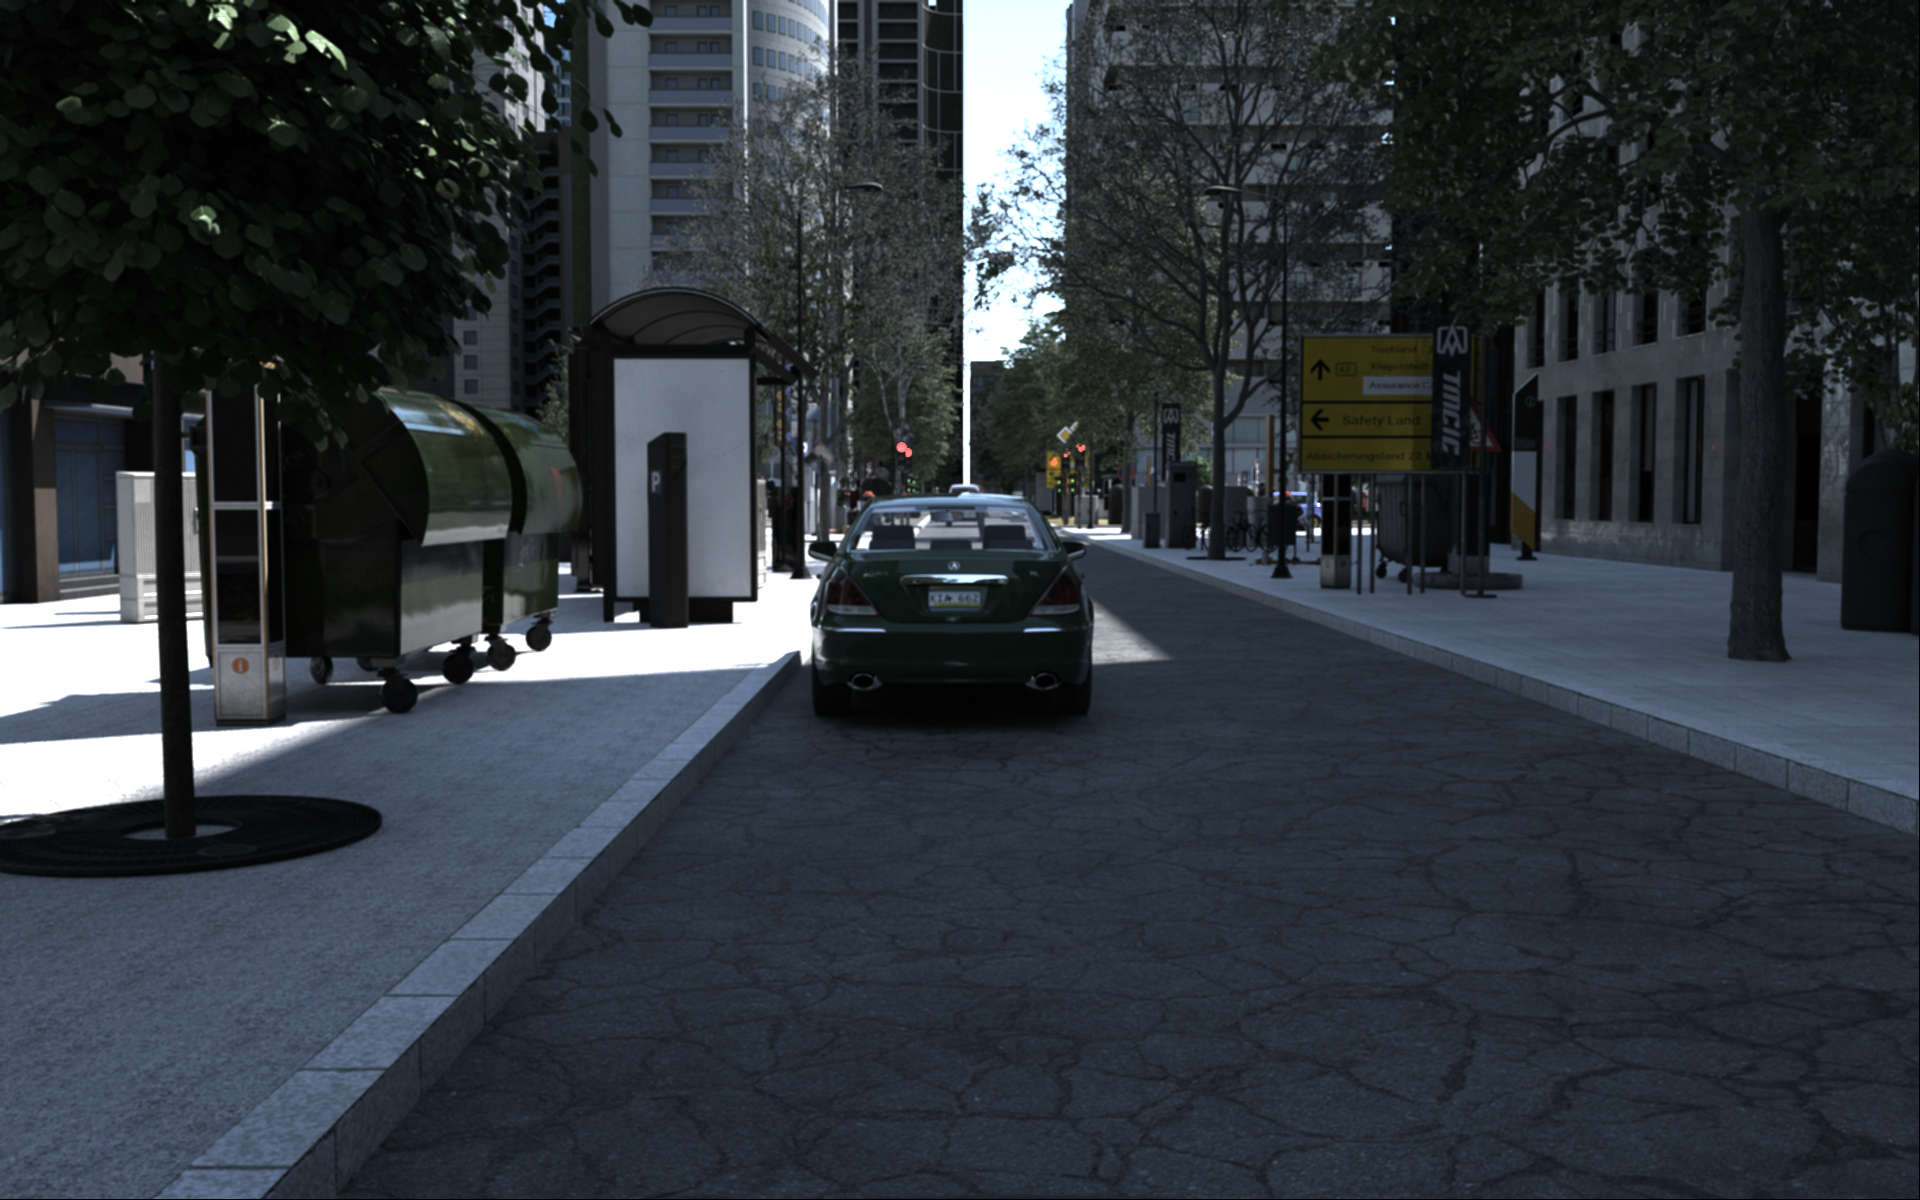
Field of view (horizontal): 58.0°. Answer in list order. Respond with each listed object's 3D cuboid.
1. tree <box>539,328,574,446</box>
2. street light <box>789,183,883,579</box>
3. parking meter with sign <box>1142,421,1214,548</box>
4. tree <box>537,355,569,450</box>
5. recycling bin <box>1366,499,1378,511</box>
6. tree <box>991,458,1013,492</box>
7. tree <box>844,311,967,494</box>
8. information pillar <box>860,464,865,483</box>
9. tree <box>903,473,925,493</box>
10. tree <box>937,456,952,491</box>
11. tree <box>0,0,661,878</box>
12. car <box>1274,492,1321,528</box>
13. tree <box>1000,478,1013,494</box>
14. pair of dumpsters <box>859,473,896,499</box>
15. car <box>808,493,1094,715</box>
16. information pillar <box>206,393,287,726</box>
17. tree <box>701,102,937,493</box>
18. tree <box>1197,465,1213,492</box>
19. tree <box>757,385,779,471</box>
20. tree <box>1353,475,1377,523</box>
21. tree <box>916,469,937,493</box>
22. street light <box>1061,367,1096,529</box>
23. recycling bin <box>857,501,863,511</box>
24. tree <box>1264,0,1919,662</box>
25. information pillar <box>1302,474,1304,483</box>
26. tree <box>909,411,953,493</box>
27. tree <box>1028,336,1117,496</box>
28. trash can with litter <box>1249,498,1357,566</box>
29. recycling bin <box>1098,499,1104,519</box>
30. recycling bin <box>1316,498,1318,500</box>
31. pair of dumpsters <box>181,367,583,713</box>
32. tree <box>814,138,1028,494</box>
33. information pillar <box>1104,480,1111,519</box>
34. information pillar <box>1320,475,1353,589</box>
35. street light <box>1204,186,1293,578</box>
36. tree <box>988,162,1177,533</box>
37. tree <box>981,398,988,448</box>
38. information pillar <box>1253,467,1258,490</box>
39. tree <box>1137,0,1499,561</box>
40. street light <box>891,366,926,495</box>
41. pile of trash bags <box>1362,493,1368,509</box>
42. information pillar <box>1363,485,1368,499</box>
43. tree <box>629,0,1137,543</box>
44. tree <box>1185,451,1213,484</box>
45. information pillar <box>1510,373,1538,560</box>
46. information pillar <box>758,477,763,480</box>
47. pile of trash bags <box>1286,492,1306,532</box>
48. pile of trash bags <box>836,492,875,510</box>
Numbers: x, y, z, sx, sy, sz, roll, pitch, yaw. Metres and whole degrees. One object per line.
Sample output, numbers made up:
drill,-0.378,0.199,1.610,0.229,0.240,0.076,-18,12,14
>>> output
tree,-16.302,-7.710,76.420,4.737,8.622,4.395,0,3,0
street light,-1.857,-3.270,26.007,1.470,5.913,1.316,0,4,0
parking meter with sign,5.230,-2.743,41.116,1.738,3.016,0.543,0,4,-6
tree,-20.015,-8.598,90.947,4.360,8.622,3.978,0,3,0
recycling bin,23.205,-5.177,97.203,0.722,1.027,0.722,0,4,5
tree,5.067,-15.483,203.511,4.360,8.622,3.978,0,3,0
tree,-3.346,-11.447,105.281,7.486,12.596,7.792,0,3,0
information pillar,-6.826,-8.028,122.615,0.504,3.616,0.183,2,4,29
tree,-3.239,-7.770,121.641,1.663,3.219,1.824,0,3,0
tree,-3.140,-15.991,211.820,4.360,8.622,3.978,0,3,0
tree,-2.842,-1.387,6.384,4.285,4.588,4.351,0,3,0
car,12.592,-3.629,68.926,3.694,1.707,1.945,0,3,0
tree,5.196,-11.137,176.698,1.663,3.219,1.824,0,3,0
pair of dumpsters,-3.696,-4.584,77.435,1.574,2.255,4.437,0,4,0
car,-0.085,-0.054,12.679,2.131,1.459,4.920,0,4,-1
information pillar,-3.972,-0.316,9.651,0.304,2.012,0.304,0,4,-2
tree,-3.122,-5.084,33.487,4.360,8.622,3.978,0,3,0
tree,16.601,-7.517,117.497,1.663,3.219,1.824,0,3,0
tree,-13.289,-9.834,111.143,4.737,8.622,4.395,0,3,0
tree,18.024,-5.642,75.960,4.285,4.588,4.351,0,3,0
tree,-3.755,-10.977,163.190,4.285,4.588,4.351,0,3,0
street light,4.261,-5.553,63.339,1.470,5.913,1.316,0,4,0
recycling bin,-3.325,-3.140,63.886,0.722,1.027,0.722,-2,4,-29
tree,5.798,-5.805,13.034,7.486,12.596,7.792,0,3,0
information pillar,26.864,-8.825,135.636,0.183,3.616,0.504,0,4,-4
tree,-2.972,-11.991,146.408,4.737,8.622,4.395,0,3,0
tree,5.271,-7.739,76.891,4.737,8.622,4.395,0,3,0
trash can with litter,6.292,-1.260,31.657,2.233,1.210,1.678,0,4,-1
recycling bin,7.313,-4.712,89.599,0.722,1.027,0.722,2,4,31
recycling bin,22.674,-6.049,111.454,0.722,1.027,0.722,2,4,26
pair of dumpsters,-3.834,-0.585,12.060,1.574,2.255,4.437,0,4,0
tree,-2.421,-14.333,90.231,12.611,20.169,13.585,0,3,0
information pillar,7.522,-5.132,88.395,0.304,2.012,0.304,2,4,25
information pillar,5.110,-1.163,23.507,0.304,2.012,0.304,-2,4,-31
street light,4.379,-3.289,26.324,1.470,5.913,1.316,0,4,0
tree,5.875,-8.497,57.055,7.486,12.596,7.792,0,3,0
tree,5.301,-11.741,110.086,7.486,12.596,7.792,0,3,0
information pillar,23.270,-8.855,136.133,0.504,3.616,0.183,-2,4,-35
tree,5.148,-7.531,33.503,12.009,13.543,11.850,0,3,0
street light,-1.917,-5.536,63.053,1.470,5.913,1.316,0,4,0
pile of trash bags,22.597,-5.722,103.302,3.447,1.369,1.912,0,4,5
information pillar,30.399,-8.484,130.069,0.504,3.616,0.183,0,4,-5
tree,-3.513,-8.280,45.754,12.009,13.543,11.850,0,3,0
tree,17.808,-8.902,129.269,4.285,4.588,4.351,0,3,0
information pillar,10.936,-2.580,33.539,0.504,3.616,0.183,-1,4,-8
information pillar,-8.412,-4.164,72.576,0.304,2.012,0.304,0,4,5
pile of trash bags,11.275,-3.114,60.660,1.912,1.369,3.447,1,4,15
pile of trash bags,-5.227,-5.398,98.010,3.447,1.369,1.912,2,4,31
